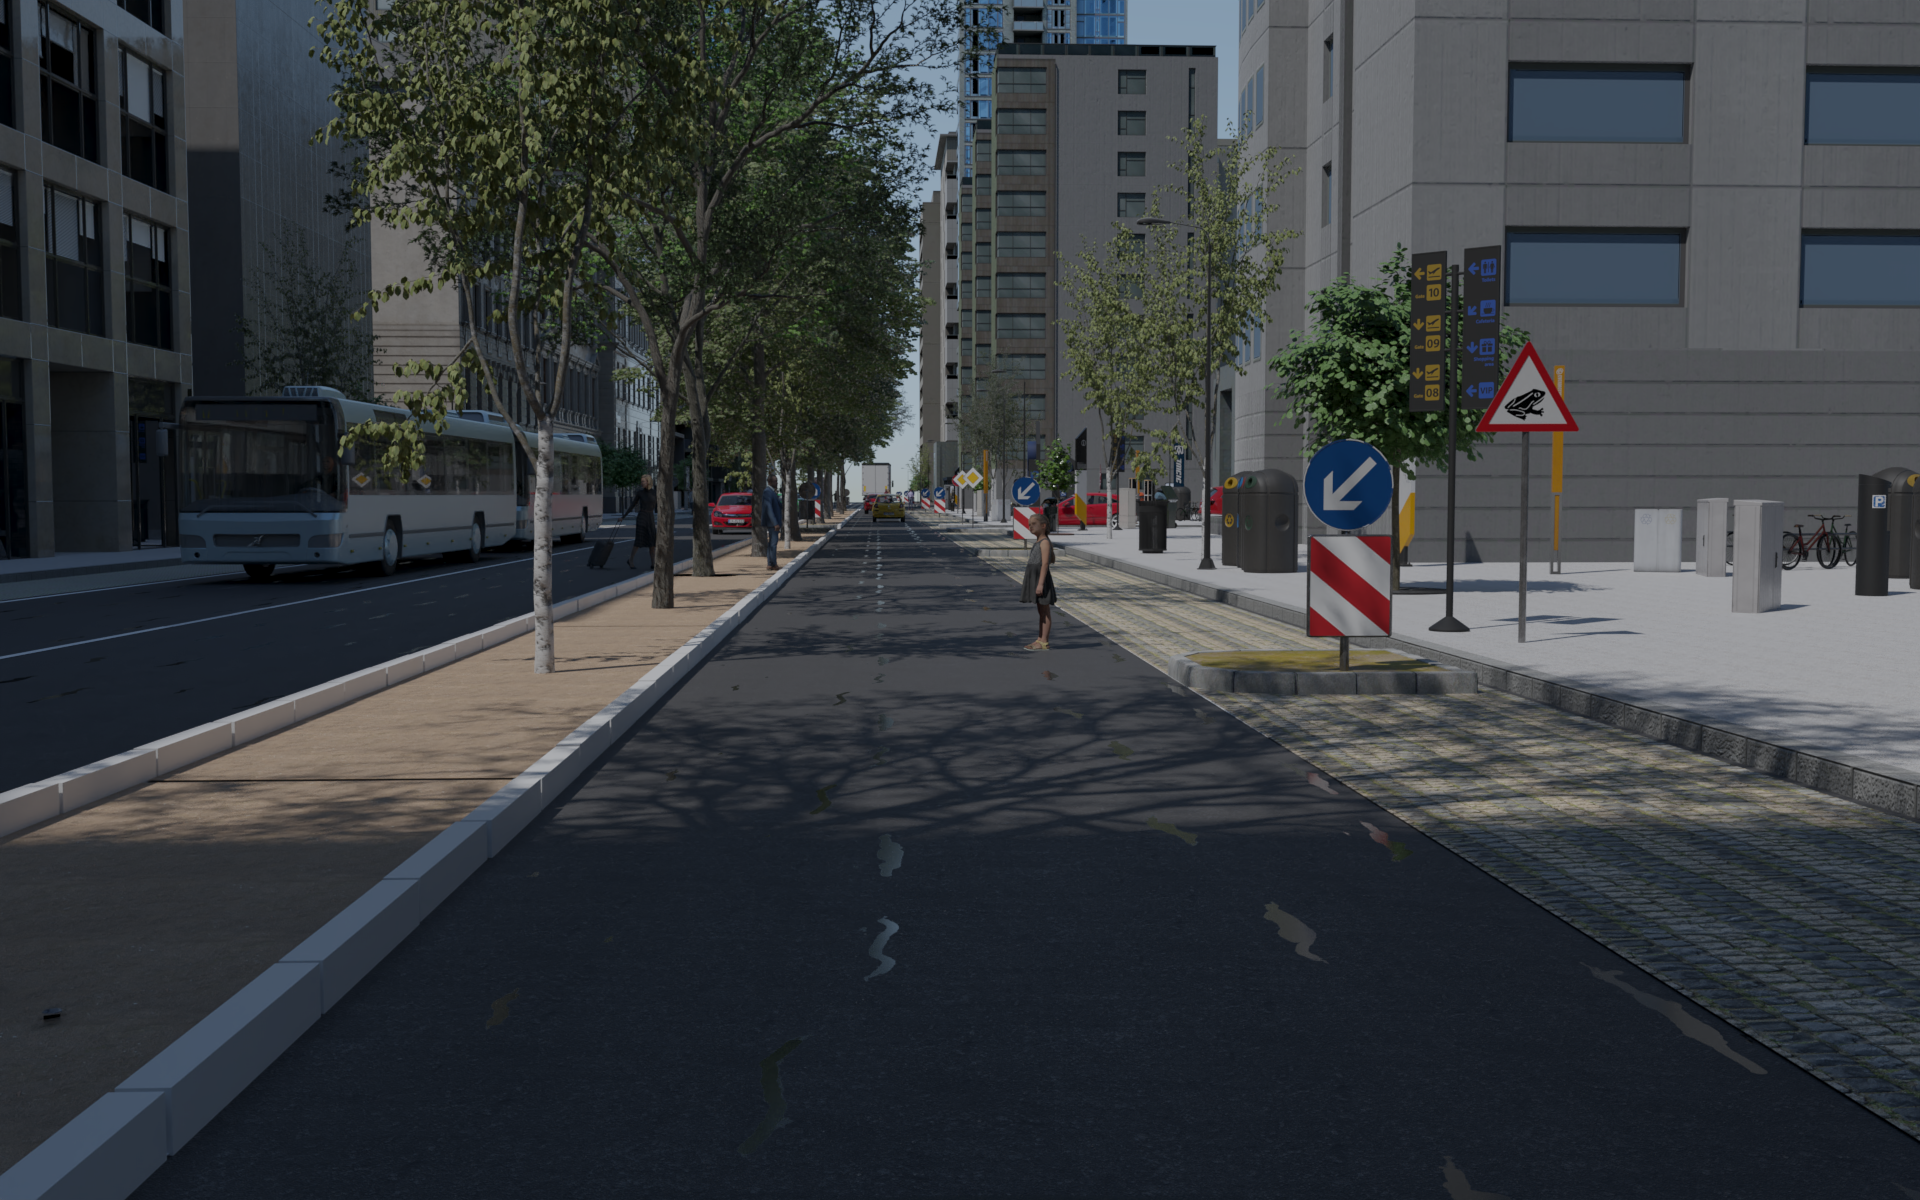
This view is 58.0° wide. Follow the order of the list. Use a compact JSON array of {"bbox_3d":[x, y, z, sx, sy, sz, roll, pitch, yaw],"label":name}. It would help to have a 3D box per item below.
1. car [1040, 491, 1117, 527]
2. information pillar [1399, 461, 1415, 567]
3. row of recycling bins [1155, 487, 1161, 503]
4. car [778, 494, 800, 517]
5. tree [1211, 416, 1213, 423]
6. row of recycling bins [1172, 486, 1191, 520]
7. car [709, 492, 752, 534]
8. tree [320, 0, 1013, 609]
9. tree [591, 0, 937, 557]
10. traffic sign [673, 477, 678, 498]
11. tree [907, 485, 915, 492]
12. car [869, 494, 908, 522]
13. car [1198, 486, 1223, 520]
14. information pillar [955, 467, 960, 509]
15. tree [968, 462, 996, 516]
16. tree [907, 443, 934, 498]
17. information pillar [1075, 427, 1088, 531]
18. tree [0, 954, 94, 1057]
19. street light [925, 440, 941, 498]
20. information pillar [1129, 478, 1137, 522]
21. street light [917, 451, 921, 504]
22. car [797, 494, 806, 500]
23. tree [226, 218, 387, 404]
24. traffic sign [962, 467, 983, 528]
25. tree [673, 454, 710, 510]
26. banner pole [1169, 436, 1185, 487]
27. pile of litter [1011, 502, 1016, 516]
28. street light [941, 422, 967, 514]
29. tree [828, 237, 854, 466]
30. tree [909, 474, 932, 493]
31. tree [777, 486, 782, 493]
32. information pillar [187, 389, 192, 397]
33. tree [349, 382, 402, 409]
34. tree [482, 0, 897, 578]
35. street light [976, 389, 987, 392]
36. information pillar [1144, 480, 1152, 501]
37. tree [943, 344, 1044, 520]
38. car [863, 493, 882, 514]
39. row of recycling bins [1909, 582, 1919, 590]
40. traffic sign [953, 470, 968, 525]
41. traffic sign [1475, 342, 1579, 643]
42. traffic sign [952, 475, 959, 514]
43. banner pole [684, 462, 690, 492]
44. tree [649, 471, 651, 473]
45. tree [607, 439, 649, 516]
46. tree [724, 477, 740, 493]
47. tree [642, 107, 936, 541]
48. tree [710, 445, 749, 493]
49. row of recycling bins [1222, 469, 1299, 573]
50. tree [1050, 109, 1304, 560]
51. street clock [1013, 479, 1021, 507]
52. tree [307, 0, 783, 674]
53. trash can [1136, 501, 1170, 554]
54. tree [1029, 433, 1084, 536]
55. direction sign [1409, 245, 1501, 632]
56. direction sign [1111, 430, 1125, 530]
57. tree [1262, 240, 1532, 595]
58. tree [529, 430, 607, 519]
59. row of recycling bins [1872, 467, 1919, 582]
[{"bbox_3d":[4.731,-3.642,68.579,4.494,1.783,2.155,0,4,-2],"label":"car"},{"bbox_3d":[7.869,-2.393,30.480,0.183,3.616,0.504,-1,4,-10],"label":"information pillar"},{"bbox_3d":[12.320,-5.919,103.892,1.069,1.692,3.534,0,4,-5],"label":"row of recycling bins"},{"bbox_3d":[-10.990,-6.148,109.322,1.959,1.807,4.718,0,4,-4],"label":"car"},{"bbox_3d":[17.001,-9.463,105.082,4.360,8.622,3.978,0,3,0],"label":"tree"},{"bbox_3d":[10.842,-4.809,85.733,1.069,1.692,3.534,0,4,4],"label":"row of recycling bins"},{"bbox_3d":[-8.025,-3.292,62.870,2.155,1.783,4.494,0,4,-5],"label":"car"},{"bbox_3d":[-3.712,-5.141,20.931,8.767,10.594,7.601,0,4,-3],"label":"tree"},{"bbox_3d":[-4.409,-7.212,38.495,7.486,12.596,7.792,0,3,0],"label":"tree"},{"bbox_3d":[-21.007,-7.749,126.804,0.768,2.556,0.104,0,4,3],"label":"traffic sign"},{"bbox_3d":[-8.328,-18.678,299.990,1.663,3.219,1.824,0,3,0],"label":"tree"},{"bbox_3d":[-3.708,-4.876,89.942,2.015,1.641,3.980,0,4,-3],"label":"car"},{"bbox_3d":[12.091,-3.663,68.570,5.304,1.827,2.281,0,4,-3],"label":"car"},{"bbox_3d":[-0.233,-9.519,146.984,0.504,3.616,0.183,-2,4,-33],"label":"information pillar"},{"bbox_3d":[1.138,-6.416,99.508,1.663,3.219,1.824,0,3,0],"label":"tree"},{"bbox_3d":[-5.310,-17.824,241.780,4.737,8.622,4.395,0,3,0],"label":"tree"},{"bbox_3d":[4.239,-4.234,60.574,0.504,3.616,0.183,-3,4,-38],"label":"information pillar"},{"bbox_3d":[-3.044,-5.598,4.352,12.009,13.543,11.850,0,3,0],"label":"tree"},{"bbox_3d":[-2.265,-10.989,152.205,1.470,5.913,1.316,0,4,-3],"label":"street light"},{"bbox_3d":[7.928,-4.579,79.356,0.304,2.012,0.304,-1,4,-19],"label":"information pillar"},{"bbox_3d":[-3.972,-13.181,188.044,1.470,5.913,1.316,0,4,-3],"label":"street light"},{"bbox_3d":[-18.998,-11.748,203.882,2.131,1.459,4.920,0,4,-3],"label":"car"},{"bbox_3d":[-17.188,-5.862,46.211,4.360,8.622,3.978,0,3,0],"label":"tree"},{"bbox_3d":[0.483,-3.744,64.851,0.795,2.450,0.064,0,4,-3],"label":"traffic sign"},{"bbox_3d":[-22.046,-9.637,141.278,4.285,4.588,4.351,0,3,0],"label":"tree"},{"bbox_3d":[9.215,-5.149,74.206,0.863,3.779,0.401,1,4,16],"label":"banner pole"},{"bbox_3d":[3.269,-5.261,99.987,1.176,0.858,1.719,0,4,5],"label":"pile of litter"},{"bbox_3d":[-0.297,-8.555,112.413,1.470,5.913,1.316,0,4,-3],"label":"street light"},{"bbox_3d":[-4.526,-5.634,44.932,4.737,8.622,4.395,0,3,0],"label":"tree"},{"bbox_3d":[-5.683,-16.187,248.371,4.285,4.588,4.351,0,3,0],"label":"tree"},{"bbox_3d":[-30.091,-18.394,295.342,1.663,3.219,1.824,0,3,0],"label":"tree"},{"bbox_3d":[-17.186,-2.897,38.724,0.183,3.616,0.504,-2,4,-26],"label":"information pillar"},{"bbox_3d":[-17.537,-4.095,50.670,4.285,4.588,4.351,0,3,0],"label":"tree"},{"bbox_3d":[-4.556,-6.208,29.716,9.928,11.665,9.643,0,3,0],"label":"tree"},{"bbox_3d":[1.406,-6.372,76.723,1.470,5.913,1.316,0,4,-3],"label":"street light"},{"bbox_3d":[9.912,-5.306,91.241,0.304,2.012,0.304,-3,4,-36],"label":"information pillar"},{"bbox_3d":[1.472,-8.234,84.995,4.360,8.622,3.978,0,3,0],"label":"tree"},{"bbox_3d":[-5.980,-7.101,125.142,2.155,1.783,4.494,0,4,-1],"label":"car"},{"bbox_3d":[14.515,-0.958,22.769,3.534,1.692,1.069,1,4,16],"label":"row of recycling bins"},{"bbox_3d":[0.101,-4.231,72.826,0.795,2.450,0.064,0,4,-3],"label":"traffic sign"},{"bbox_3d":[4.847,-0.909,14.870,0.884,2.594,0.081,0,4,-1],"label":"traffic sign"},{"bbox_3d":[-0.143,-6.982,114.260,0.768,2.556,0.104,0,4,1],"label":"traffic sign"},{"bbox_3d":[-21.551,-8.956,136.455,0.401,3.779,0.863,2,4,33],"label":"banner pole"},{"bbox_3d":[-20.003,-7.269,102.559,4.285,4.588,4.351,0,3,0],"label":"tree"},{"bbox_3d":[-19.330,-6.523,90.364,4.285,4.588,4.351,0,3,0],"label":"tree"},{"bbox_3d":[-25.615,-12.463,198.368,1.663,3.219,1.824,0,3,0],"label":"tree"},{"bbox_3d":[-5.143,-8.756,52.265,9.857,13.997,8.962,0,3,0],"label":"tree"},{"bbox_3d":[-23.358,-13.860,176.975,4.360,8.622,3.978,0,3,0],"label":"tree"},{"bbox_3d":[5.153,-1.379,29.660,1.069,1.692,3.534,0,4,1],"label":"row of recycling bins"},{"bbox_3d":[4.565,-5.073,33.298,4.737,8.622,4.395,0,3,0],"label":"tree"},{"bbox_3d":[2.761,-4.734,81.976,0.358,2.002,0.471,-3,5,-41],"label":"street clock"},{"bbox_3d":[-3.360,-3.728,13.770,4.737,8.622,4.395,0,3,0],"label":"tree"},{"bbox_3d":[4.171,-1.577,37.441,0.748,1.137,0.748,0,3,0],"label":"trash can"},{"bbox_3d":[3.166,-3.635,54.040,1.663,3.219,1.824,0,3,0],"label":"tree"},{"bbox_3d":[4.586,-1.476,16.131,0.876,3.537,0.379,3,5,42],"label":"direction sign"},{"bbox_3d":[5.606,-4.250,61.486,0.379,3.537,0.876,3,4,36],"label":"direction sign"},{"bbox_3d":[5.700,-2.382,22.666,4.285,4.588,4.351,0,3,0],"label":"tree"},{"bbox_3d":[-19.101,-5.850,79.363,4.285,4.588,4.351,0,3,0],"label":"tree"},{"bbox_3d":[15.645,-1.175,26.320,3.534,1.692,1.069,1,4,11],"label":"row of recycling bins"}]
